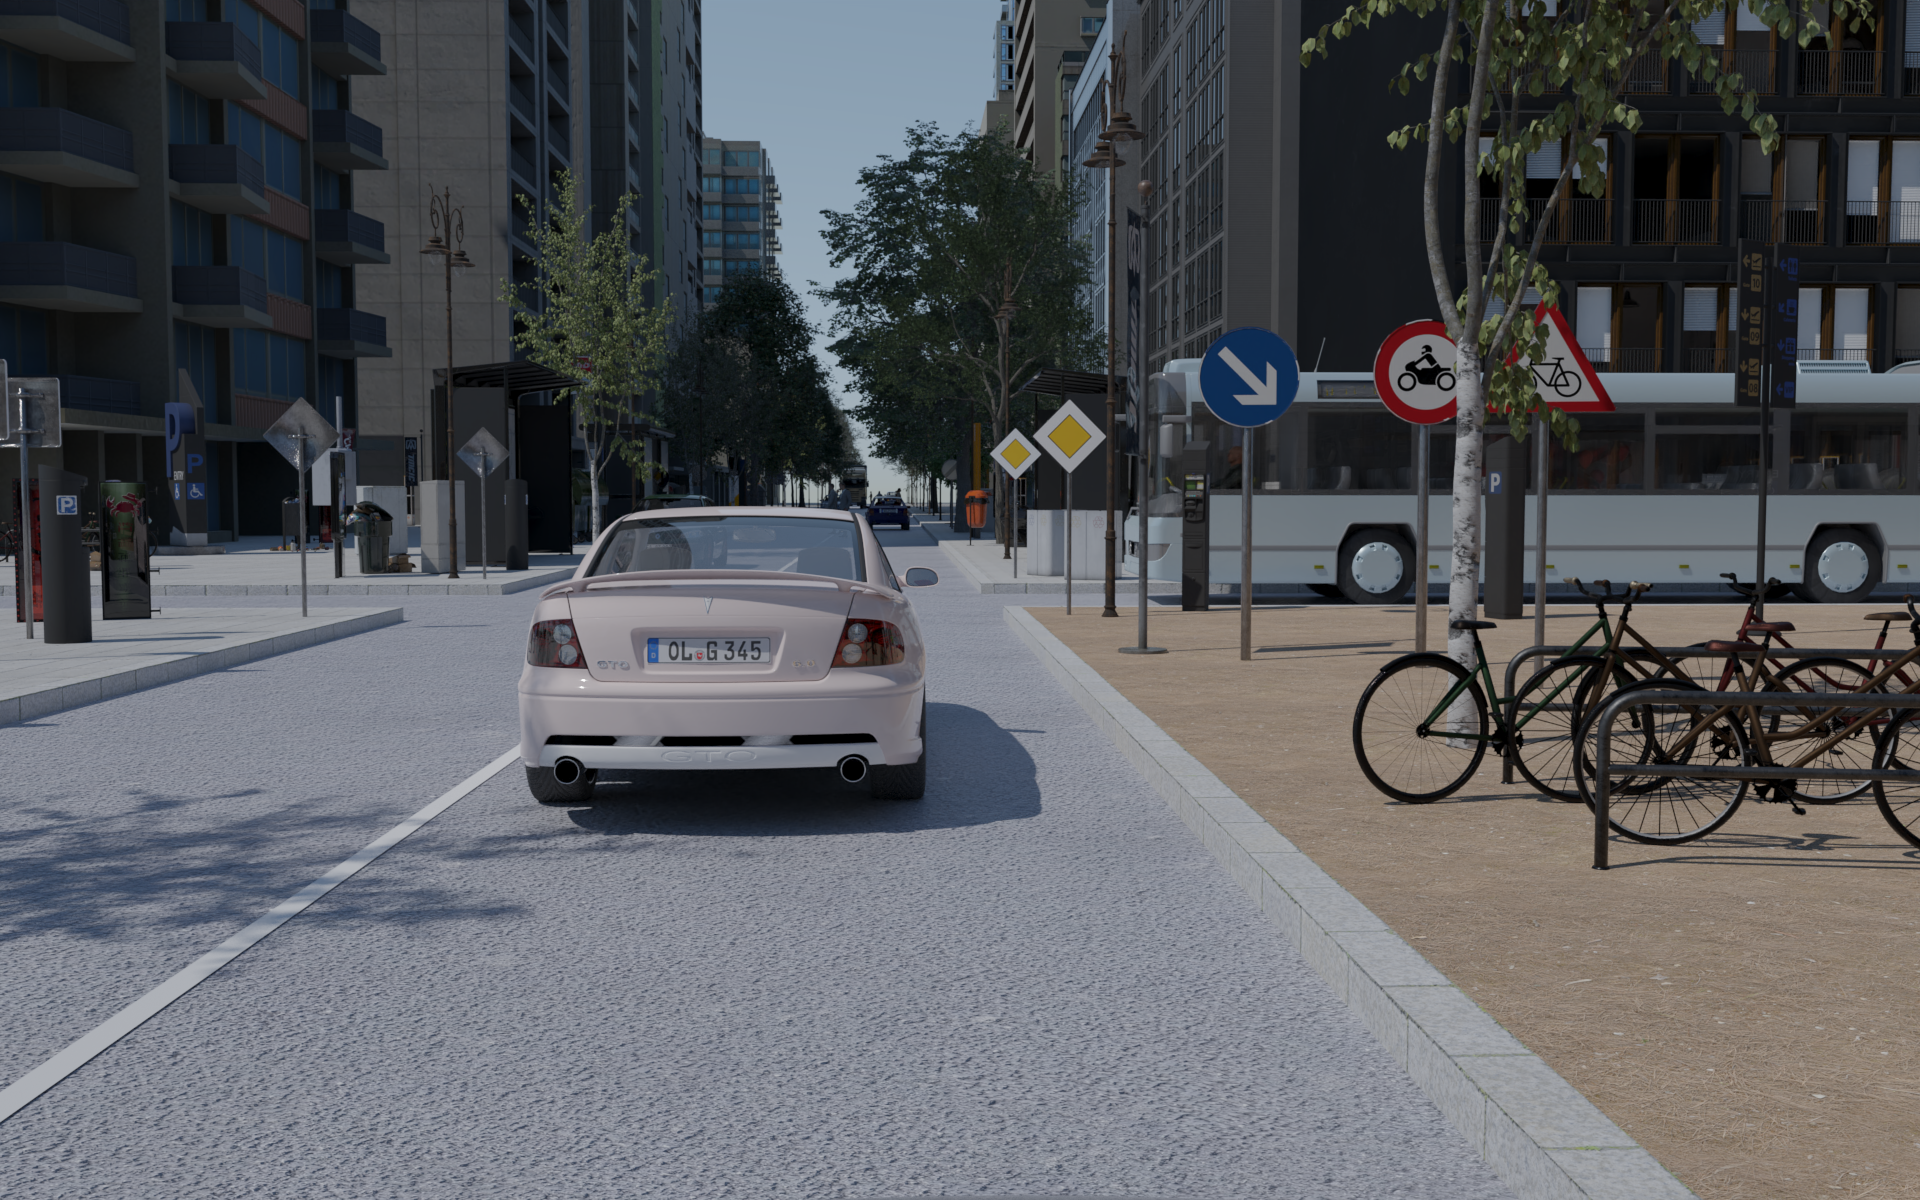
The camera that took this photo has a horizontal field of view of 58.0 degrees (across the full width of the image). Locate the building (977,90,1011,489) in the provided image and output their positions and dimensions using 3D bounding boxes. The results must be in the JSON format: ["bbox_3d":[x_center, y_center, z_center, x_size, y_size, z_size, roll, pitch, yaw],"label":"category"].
[{"bbox_3d":[13.208,-35.545,204.854,21.300,48.544,21.600,0,4,-2],"label":"building"}]

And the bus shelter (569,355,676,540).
[{"bbox_3d":[-10.321,-4.601,52.864,2.179,5.291,8.768,0,4,-2],"label":"bus shelter"}]

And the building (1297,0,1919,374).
[{"bbox_3d":[17.137,-12.866,40.043,15.834,23.373,12.332,0,4,-2],"label":"building"}]

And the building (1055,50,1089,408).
[{"bbox_3d":[13.198,-21.117,116.970,14.160,30.474,14.107,0,4,-2],"label":"building"}]

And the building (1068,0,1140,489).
[{"bbox_3d":[12.740,-16.744,91.779,12.078,24.808,19.932,0,4,-2],"label":"building"}]

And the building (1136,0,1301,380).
[{"bbox_3d":[15.707,-16.902,69.854,14.314,27.812,24.014,0,4,-2],"label":"building"}]

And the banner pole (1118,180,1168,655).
[{"bbox_3d":[1.406,-1.449,13.704,0.401,3.779,0.863,1,4,19],"label":"banner pole"}]

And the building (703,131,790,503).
[{"bbox_3d":[-35.619,-37.661,235.369,23.786,49.044,30.456,0,4,-2],"label":"building"}]

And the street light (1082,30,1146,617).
[{"bbox_3d":[1.569,-2.761,17.925,0.468,5.910,1.993,0,4,-2],"label":"street light"}]

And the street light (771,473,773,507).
[{"bbox_3d":[-10.189,-7.403,93.819,0.468,5.910,1.993,0,4,-2],"label":"street light"}]

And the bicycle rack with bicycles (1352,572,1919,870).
[{"bbox_3d":[3.041,0.402,6.813,2.925,0.926,2.852,1,4,9],"label":"bicycle rack with bicycles"}]

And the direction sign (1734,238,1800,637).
[{"bbox_3d":[7.273,-1.447,15.660,0.876,3.537,0.379,-2,4,-32],"label":"direction sign"}]

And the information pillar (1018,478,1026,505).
[{"bbox_3d":[2.858,-4.625,80.107,0.304,2.012,0.304,-2,4,-25],"label":"information pillar"}]

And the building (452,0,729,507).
[{"bbox_3d":[-31.008,-43.599,151.090,20.563,71.187,20.611,0,4,-2],"label":"building"}]

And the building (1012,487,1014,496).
[{"bbox_3d":[20.518,-28.501,157.878,32.217,40.220,23.993,0,4,-2],"label":"building"}]

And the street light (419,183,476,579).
[{"bbox_3d":[-7.695,-3.264,26.147,0.468,5.910,1.993,0,4,-2],"label":"street light"}]

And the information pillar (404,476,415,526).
[{"bbox_3d":[-22.195,-3.998,69.860,0.304,2.012,0.304,0,4,7],"label":"information pillar"}]

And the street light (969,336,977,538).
[{"bbox_3d":[0.364,-4.771,50.798,0.468,5.910,1.993,0,4,-2],"label":"street light"}]

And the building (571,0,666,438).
[{"bbox_3d":[-26.311,-25.920,107.387,14.154,41.232,14.086,0,4,-2],"label":"building"}]

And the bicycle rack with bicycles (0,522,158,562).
[{"bbox_3d":[-17.095,-1.231,33.509,2.925,0.926,2.852,-1,4,-13],"label":"bicycle rack with bicycles"}]

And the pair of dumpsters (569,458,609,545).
[{"bbox_3d":[-10.391,-2.646,45.762,1.574,2.255,4.437,0,4,-2],"label":"pair of dumpsters"}]

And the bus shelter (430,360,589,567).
[{"bbox_3d":[-8.534,-2.574,33.371,1.731,3.624,6.357,0,4,-2],"label":"bus shelter"}]

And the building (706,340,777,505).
[{"bbox_3d":[-36.513,-22.089,206.200,27.650,21.520,28.899,0,4,-2],"label":"building"}]

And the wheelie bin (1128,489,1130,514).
[{"bbox_3d":[6.729,-3.914,71.894,0.980,1.594,0.693,-3,4,-37],"label":"wheelie bin"}]

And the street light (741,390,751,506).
[{"bbox_3d":[-9.578,-6.387,77.218,0.468,5.910,1.993,0,4,-2],"label":"street light"}]

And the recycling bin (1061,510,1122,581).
[{"bbox_3d":[2.008,-0.826,26.064,0.722,1.027,0.722,1,4,21],"label":"recycling bin"}]

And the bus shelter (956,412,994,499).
[{"bbox_3d":[0.718,-6.413,82.479,2.179,5.291,8.768,0,4,-2],"label":"bus shelter"}]

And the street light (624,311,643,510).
[{"bbox_3d":[-8.237,-4.334,43.651,0.468,5.910,1.993,0,4,-2],"label":"street light"}]

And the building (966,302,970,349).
[{"bbox_3d":[7.429,-29.505,254.109,14.160,30.474,14.107,0,4,-2],"label":"building"}]

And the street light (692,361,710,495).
[{"bbox_3d":[-9.008,-5.349,60.244,0.468,5.910,1.993,0,4,-2],"label":"street light"}]

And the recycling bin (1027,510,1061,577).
[{"bbox_3d":[1.532,-0.903,27.325,0.722,1.027,0.722,-2,4,-28],"label":"recycling bin"}]

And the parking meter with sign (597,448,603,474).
[{"bbox_3d":[-13.538,-4.075,62.887,1.738,3.016,0.543,-3,5,-42],"label":"parking meter with sign"}]

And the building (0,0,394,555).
[{"bbox_3d":[-29.185,-24.028,47.482,22.147,44.769,28.867,0,4,-2],"label":"building"}]

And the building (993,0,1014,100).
[{"bbox_3d":[13.221,-56.112,230.094,22.319,86.520,31.000,0,4,-2],"label":"building"}]

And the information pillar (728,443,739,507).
[{"bbox_3d":[-10.231,-5.312,78.199,0.504,3.616,0.183,-3,5,-39],"label":"information pillar"}]

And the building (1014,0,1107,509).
[{"bbox_3d":[15.566,-31.251,134.660,21.300,48.544,21.600,0,4,-2],"label":"building"}]

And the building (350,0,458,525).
[{"bbox_3d":[-26.918,-39.218,79.467,20.563,71.187,20.611,0,4,-2],"label":"building"}]

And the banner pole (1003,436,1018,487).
[{"bbox_3d":[2.090,-5.058,72.714,0.863,3.779,0.401,2,4,25],"label":"banner pole"}]

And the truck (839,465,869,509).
[{"bbox_3d":[-10.304,-11.023,169.140,2.839,4.237,11.283,0,4,-3],"label":"truck"}]

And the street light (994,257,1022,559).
[{"bbox_3d":[0.936,-3.746,34.029,0.468,5.910,1.993,0,4,-2],"label":"street light"}]

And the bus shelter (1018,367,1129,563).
[{"bbox_3d":[2.261,-2.688,35.230,1.731,3.624,6.357,0,4,-2],"label":"bus shelter"}]

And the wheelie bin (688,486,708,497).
[{"bbox_3d":[-10.513,-3.755,69.304,0.980,1.594,0.693,0,4,-3],"label":"wheelie bin"}]

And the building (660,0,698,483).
[{"bbox_3d":[-34.094,-32.921,127.499,28.713,52.752,27.495,0,4,-2],"label":"building"}]

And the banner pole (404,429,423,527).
[{"bbox_3d":[-20.980,-4.696,66.789,0.863,3.779,0.401,-1,4,-17],"label":"banner pole"}]
